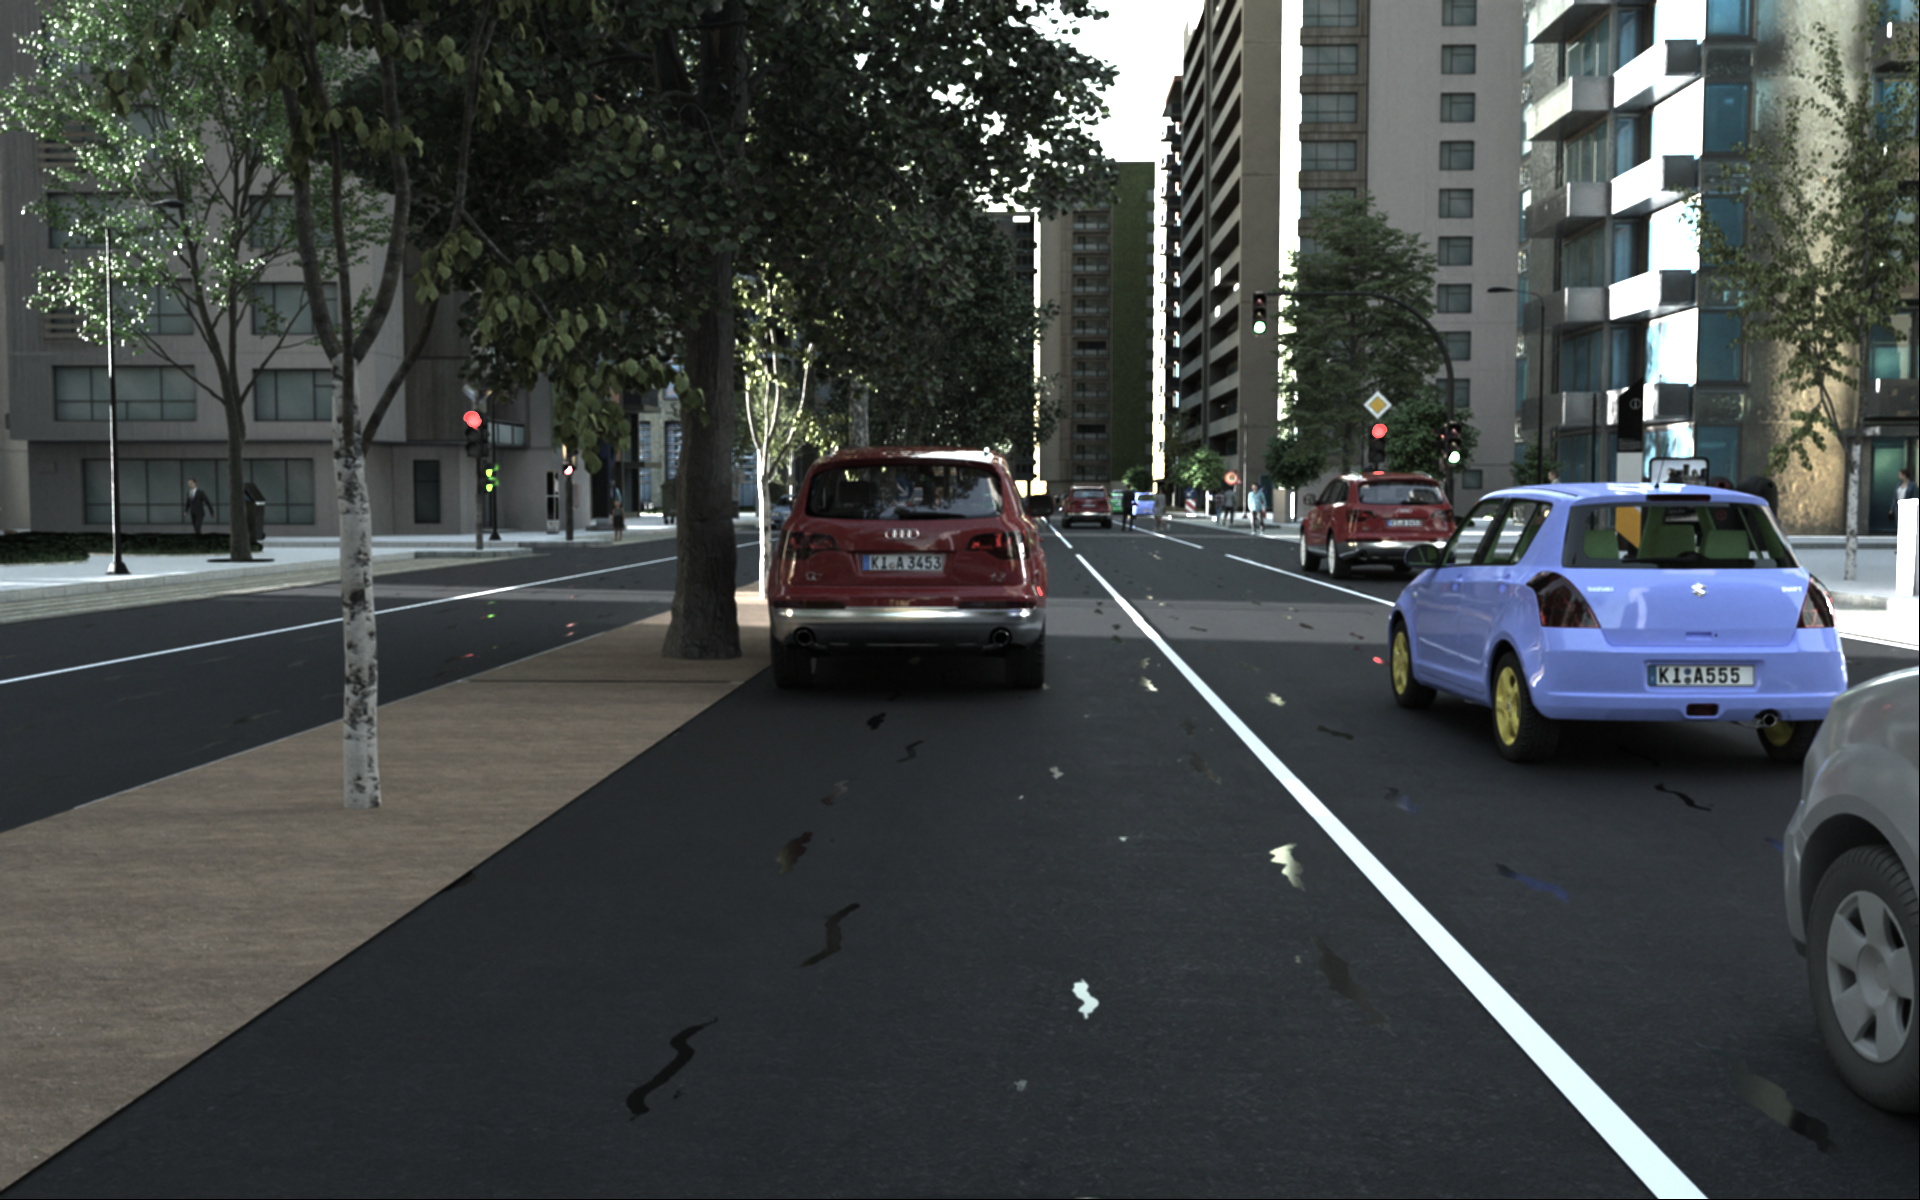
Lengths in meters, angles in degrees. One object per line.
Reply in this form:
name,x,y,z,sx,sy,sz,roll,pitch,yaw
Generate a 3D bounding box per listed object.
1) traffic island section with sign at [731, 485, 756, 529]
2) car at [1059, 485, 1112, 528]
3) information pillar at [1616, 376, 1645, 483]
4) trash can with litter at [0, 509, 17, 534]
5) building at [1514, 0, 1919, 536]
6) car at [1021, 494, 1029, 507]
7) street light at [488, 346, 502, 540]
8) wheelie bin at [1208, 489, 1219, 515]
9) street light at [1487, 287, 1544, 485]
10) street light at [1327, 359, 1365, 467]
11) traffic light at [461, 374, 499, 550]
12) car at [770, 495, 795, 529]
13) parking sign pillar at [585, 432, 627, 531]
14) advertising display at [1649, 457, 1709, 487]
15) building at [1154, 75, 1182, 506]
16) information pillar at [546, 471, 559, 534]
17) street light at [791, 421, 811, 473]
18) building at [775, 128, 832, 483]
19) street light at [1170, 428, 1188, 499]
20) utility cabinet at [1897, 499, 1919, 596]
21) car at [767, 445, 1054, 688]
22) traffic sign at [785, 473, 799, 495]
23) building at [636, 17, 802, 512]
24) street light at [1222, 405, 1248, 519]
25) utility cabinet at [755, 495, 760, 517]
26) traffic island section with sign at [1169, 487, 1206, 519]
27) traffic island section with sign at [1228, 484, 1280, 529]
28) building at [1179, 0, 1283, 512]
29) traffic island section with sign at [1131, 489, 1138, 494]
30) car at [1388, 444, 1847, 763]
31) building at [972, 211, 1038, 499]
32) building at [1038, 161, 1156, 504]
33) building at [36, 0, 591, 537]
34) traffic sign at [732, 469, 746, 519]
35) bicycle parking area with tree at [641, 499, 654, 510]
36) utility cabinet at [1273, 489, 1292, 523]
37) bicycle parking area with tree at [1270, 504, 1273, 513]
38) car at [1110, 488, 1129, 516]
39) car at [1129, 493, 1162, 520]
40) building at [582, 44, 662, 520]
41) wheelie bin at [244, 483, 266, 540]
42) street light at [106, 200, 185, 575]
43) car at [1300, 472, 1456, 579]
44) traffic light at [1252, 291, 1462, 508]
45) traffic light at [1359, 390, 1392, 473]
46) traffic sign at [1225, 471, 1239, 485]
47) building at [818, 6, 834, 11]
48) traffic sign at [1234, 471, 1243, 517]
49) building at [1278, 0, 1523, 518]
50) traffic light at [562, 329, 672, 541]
traffic island section with sign,-9.616,-3.905,72.467,1.989,1.847,2.006,0,4,2
car,5.411,-4.008,74.197,2.281,1.827,5.304,0,4,2
information pillar,13.318,-2.633,34.408,0.504,3.616,0.183,2,4,26
trash can with litter,-26.714,-2.248,48.146,1.055,1.170,0.624,-1,4,-17
building,35.695,-27.006,61.159,30.456,49.044,23.786,0,4,2
car,5.186,-8.579,152.269,2.014,1.417,4.499,0,4,3
street light,-12.370,-4.609,47.890,1.470,5.913,1.316,0,4,2
wheelie bin,15.387,-5.912,104.568,0.693,1.594,0.980,1,4,17
street light,12.515,-4.062,38.957,1.470,5.913,1.316,0,4,2
street light,13.291,-5.320,59.520,1.470,5.913,1.316,0,4,2
traffic light,-11.047,-3.110,39.774,0.839,4.253,0.868,0,4,2
car,-6.787,-3.647,71.630,2.014,1.417,4.499,0,4,1
parking sign pillar,-12.445,-4.426,60.843,1.447,3.967,1.447,0,4,2
advertising display,12.580,-1.538,30.362,0.974,1.923,0.123,1,4,20
building,32.167,-32.116,179.719,22.147,44.769,28.867,0,4,2
information pillar,-13.061,-3.121,55.519,0.304,2.012,0.304,1,4,11
street light,-10.102,-8.360,109.226,1.470,5.913,1.316,0,4,2
building,-19.613,-31.243,160.927,14.600,45.320,14.200,0,4,2
street light,15.345,-9.090,121.158,1.470,5.913,1.316,0,4,2
utility cabinet,12.463,-0.668,22.080,1.020,1.237,0.306,-1,4,-17
car,-0.342,-0.347,14.351,2.281,1.827,5.304,0,4,1
traffic sign,-10.448,-6.580,107.594,0.884,2.594,0.081,0,4,4
building,-23.781,-50.432,137.242,22.319,86.520,31.000,0,4,2
street light,14.372,-7.214,90.485,1.470,5.913,1.316,0,4,2
utility cabinet,-11.287,-5.307,97.925,0.306,1.237,1.020,0,4,8
traffic island section with sign,13.191,-5.626,100.605,1.989,1.847,2.006,0,4,2
traffic island section with sign,12.196,-3.879,72.049,1.989,1.847,2.006,0,4,2
building,31.367,-32.460,154.430,21.300,48.544,21.600,0,4,2
traffic island section with sign,14.902,-8.630,149.721,1.989,1.847,2.006,0,4,2
car,3.774,-0.058,10.541,1.945,1.707,3.694,0,4,1
building,-1.951,-32.544,223.973,23.993,40.220,32.217,0,4,2
building,16.801,-32.526,215.398,14.086,41.232,14.154,0,4,2
building,-21.017,-22.821,56.711,14.154,41.232,14.086,0,4,2
traffic sign,-11.239,-5.360,87.735,0.768,2.556,0.104,0,4,4
bicycle parking area with tree,-25.045,-8.093,119.317,8.231,4.147,9.016,0,4,-3
utility cabinet,14.085,-4.097,75.661,0.318,1.500,1.173,-1,4,-17
bicycle parking area with tree,24.534,-7.751,113.734,9.016,4.147,8.231,1,4,18
car,9.599,-5.862,104.637,1.959,1.807,4.718,0,4,4
car,10.564,-5.459,98.840,1.945,1.707,3.694,0,4,1
building,-27.640,-26.432,86.780,22.147,44.769,28.867,0,4,2
wheelie bin,-19.643,-2.441,47.818,0.693,1.594,0.980,0,4,5
street light,-12.933,-3.363,27.521,1.470,5.913,1.316,0,4,2
car,7.332,-1.345,30.668,2.281,1.827,5.304,0,4,3
traffic light,8.907,-3.932,38.954,4.771,5.953,1.251,0,4,2
traffic light,11.280,-3.552,47.003,0.839,4.253,0.868,0,4,2
traffic sign,14.804,-5.766,94.382,0.768,2.556,0.104,0,4,7
building,-26.442,-39.368,185.659,28.212,58.520,21.231,0,4,2
traffic sign,15.266,-5.875,96.062,0.884,2.594,0.081,0,4,5
building,25.313,-25.415,99.131,14.154,41.232,14.086,0,4,2
traffic light,-8.675,-4.468,47.716,4.771,5.953,1.251,0,4,2
